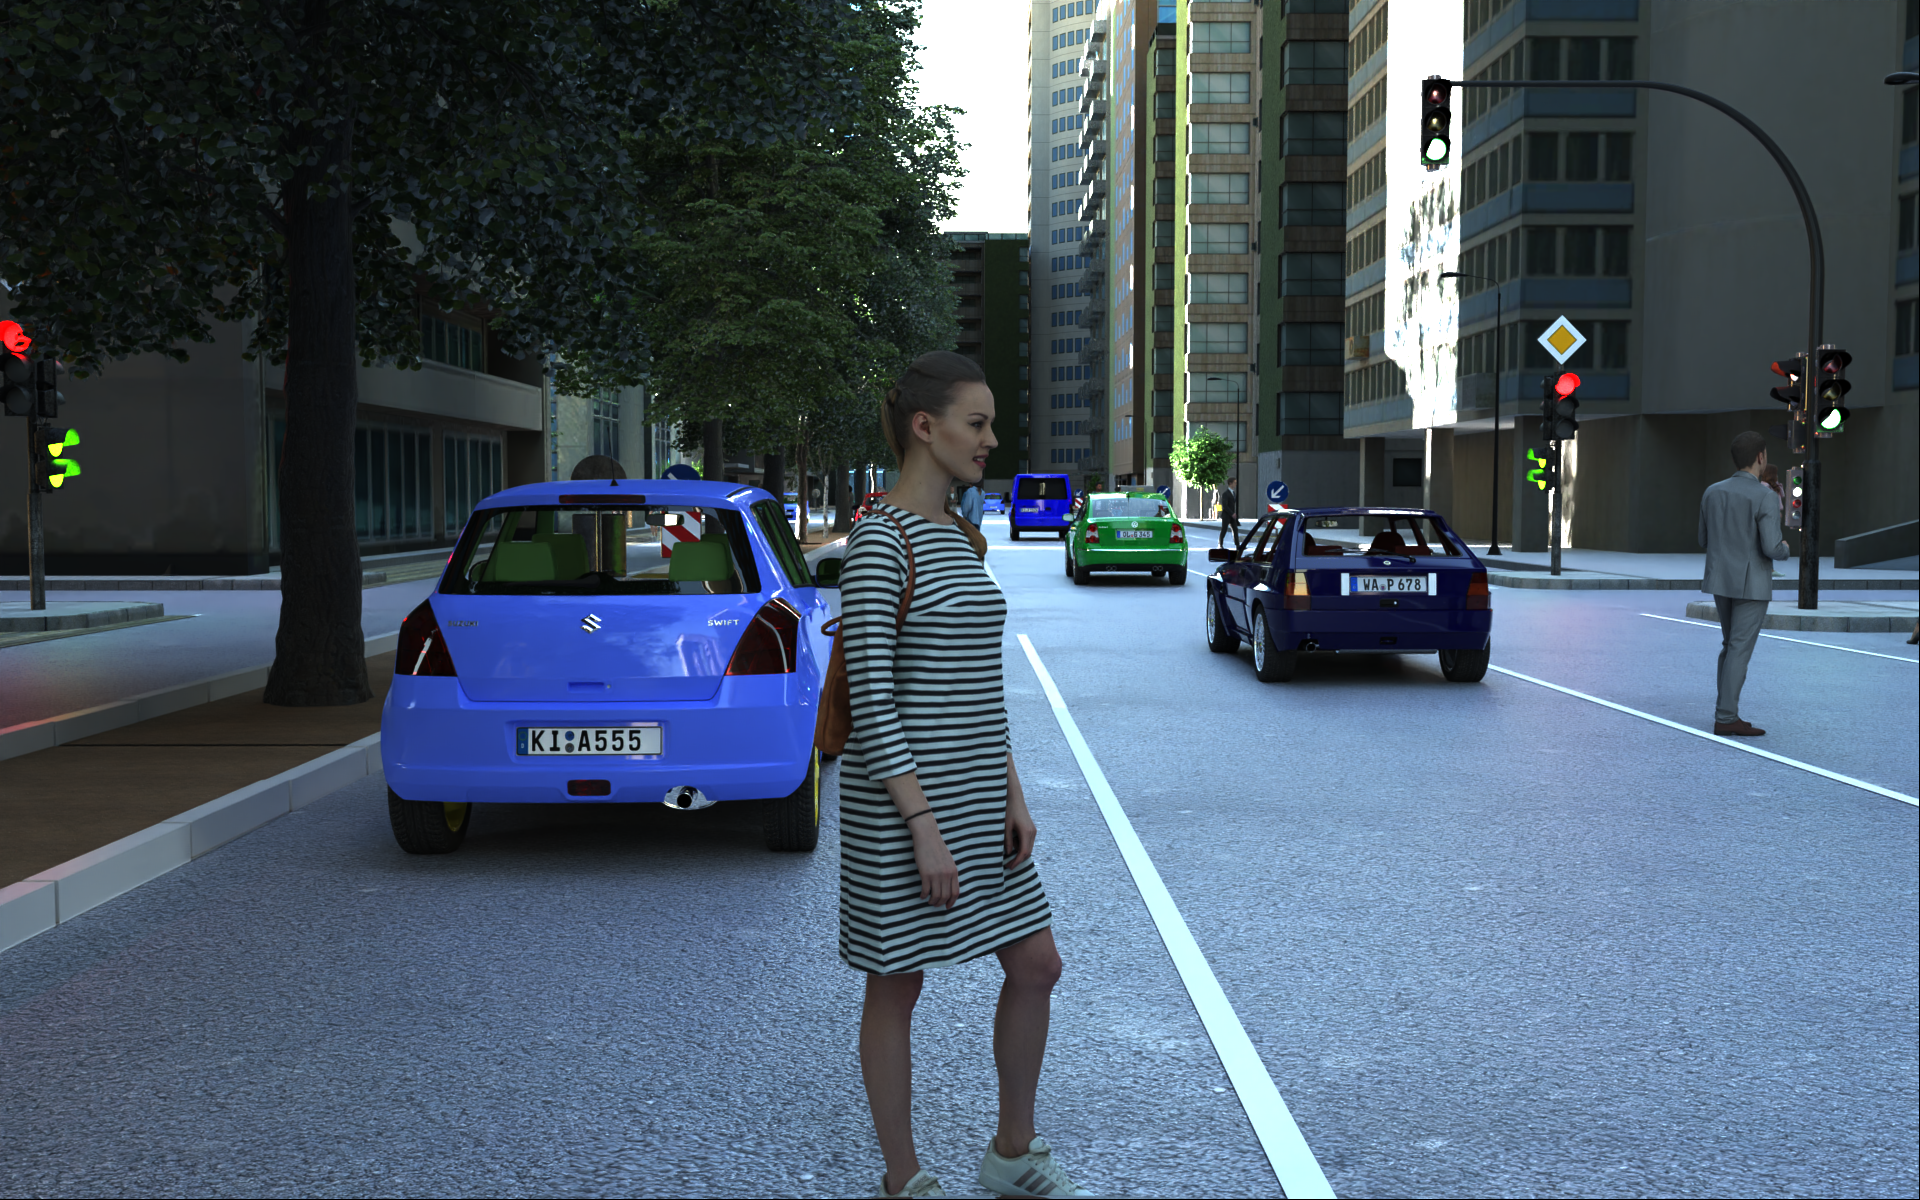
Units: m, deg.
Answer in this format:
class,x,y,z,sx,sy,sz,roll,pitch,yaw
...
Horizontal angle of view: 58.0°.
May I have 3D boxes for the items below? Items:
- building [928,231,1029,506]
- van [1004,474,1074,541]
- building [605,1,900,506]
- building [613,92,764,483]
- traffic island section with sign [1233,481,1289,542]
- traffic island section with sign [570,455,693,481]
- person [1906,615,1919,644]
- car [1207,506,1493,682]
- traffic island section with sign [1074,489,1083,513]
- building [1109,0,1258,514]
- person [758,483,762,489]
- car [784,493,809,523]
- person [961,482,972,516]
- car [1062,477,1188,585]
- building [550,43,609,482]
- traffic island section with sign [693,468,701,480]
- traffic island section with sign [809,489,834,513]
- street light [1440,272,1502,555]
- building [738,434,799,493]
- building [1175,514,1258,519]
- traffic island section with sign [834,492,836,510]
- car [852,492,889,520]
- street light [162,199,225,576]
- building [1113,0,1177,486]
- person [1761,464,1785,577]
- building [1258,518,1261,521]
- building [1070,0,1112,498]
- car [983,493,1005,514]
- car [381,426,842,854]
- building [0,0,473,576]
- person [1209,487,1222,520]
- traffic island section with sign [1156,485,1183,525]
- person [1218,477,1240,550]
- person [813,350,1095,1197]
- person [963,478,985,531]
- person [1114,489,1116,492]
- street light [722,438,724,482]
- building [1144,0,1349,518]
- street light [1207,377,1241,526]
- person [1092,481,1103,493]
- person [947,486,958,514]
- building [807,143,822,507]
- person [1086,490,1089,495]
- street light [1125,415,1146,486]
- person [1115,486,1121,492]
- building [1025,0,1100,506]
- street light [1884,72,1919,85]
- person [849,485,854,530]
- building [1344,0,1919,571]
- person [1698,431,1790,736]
class,x,y,z,sx,sy,sz,roll,pitch,yaw
building,0.479,-25.767,192.985,14.107,30.474,14.160,0,4,0
van,2.532,-3.088,54.873,2.240,2.365,5.245,0,4,1
building,-22.106,-54.018,195.860,31.000,86.520,22.319,0,4,0
building,-27.679,-32.161,115.075,28.713,52.752,27.495,0,4,0
traffic island section with sign,9.270,-2.650,51.953,1.989,1.847,2.006,0,4,0
traffic island section with sign,-4.193,-0.696,19.516,2.006,1.907,1.989,0,4,0
person,9.351,-0.464,16.363,0.520,1.790,0.573,-1,4,-20
car,3.130,-0.120,14.538,1.945,1.354,3.894,0,4,0
traffic island section with sign,8.745,-7.404,129.689,1.989,1.847,2.006,0,4,0
building,18.913,-27.852,138.967,14.154,41.232,14.086,0,4,0
person,-6.501,-2.929,56.739,0.601,1.785,0.444,-1,4,-18
car,-8.297,-4.566,84.237,1.945,1.707,3.694,0,3,0
person,0.254,-2.001,41.555,0.601,1.785,0.444,-2,4,-31
car,2.699,-1.220,28.746,1.959,1.807,4.718,0,4,1
building,-23.366,-46.271,69.209,22.319,86.520,31.000,0,4,0
traffic island section with sign,-4.233,-1.149,26.923,2.006,1.907,1.989,0,4,0
traffic island section with sign,-10.673,-7.364,129.029,1.989,1.847,2.006,0,4,0
street light,10.725,-3.902,36.334,1.470,5.913,1.316,0,4,0
building,-20.234,-27.684,136.229,14.154,41.232,14.086,0,4,0
building,18.593,-25.151,94.814,14.154,41.232,14.086,0,4,0
traffic island section with sign,-10.855,-9.013,155.983,1.989,1.847,2.006,0,4,0
car,-2.098,-2.533,50.448,2.155,1.783,4.494,0,4,-2
street light,-11.852,-3.337,27.098,1.470,5.913,1.316,0,4,0
building,18.635,-28.988,124.059,14.600,45.320,14.200,0,4,0
person,12.491,-1.241,26.922,0.643,1.750,0.593,2,4,32
building,18.718,-18.207,69.394,14.160,30.474,14.107,0,4,0
building,22.771,-33.155,161.689,23.786,49.044,30.456,0,4,0
car,2.307,-6.940,123.062,1.945,1.707,3.694,0,4,-1
car,-1.445,0.084,8.219,1.945,1.707,3.694,0,4,-2
building,-21.906,-25.226,36.141,21.300,48.544,21.600,0,4,0
person,12.883,-4.952,87.233,0.699,1.804,1.509,1,4,12
traffic island section with sign,9.090,-4.310,79.097,1.989,1.847,2.006,0,4,0
person,6.801,-2.141,43.287,0.755,1.850,0.659,2,4,33
person,-0.047,0.378,3.326,0.522,1.701,0.512,2,4,28
person,0.300,-1.645,35.667,0.793,1.790,0.793,0,4,7
person,9.061,-5.642,101.020,0.678,1.792,0.850,3,5,40
street light,-12.142,-7.336,92.486,1.470,5.913,1.316,0,4,0
building,18.599,-20.715,110.384,14.160,30.474,14.107,0,4,0
street light,10.532,-5.901,69.028,1.470,5.913,1.316,0,4,0
person,4.400,-2.811,54.452,0.794,1.824,0.713,1,4,21
person,-0.297,-3.615,68.151,0.519,1.759,0.362,-1,4,-10
building,-25.406,-28.761,162.116,23.993,40.220,32.217,0,4,0
person,10.840,-8.439,145.492,0.415,1.643,0.593,2,4,35
street light,10.362,-7.901,101.722,1.470,5.913,1.316,0,4,0
person,5.794,-3.330,63.789,0.563,1.720,0.643,2,4,30
building,21.831,-40.006,196.090,28.212,58.520,21.231,0,4,0
street light,10.878,-2.857,19.252,1.470,5.913,1.316,0,4,0
person,-4.283,-3.513,66.298,0.532,1.782,0.716,1,4,17
building,23.494,-21.457,42.698,23.993,40.220,32.217,0,4,0
person,4.730,-0.100,10.330,0.583,1.804,0.606,-2,4,-24
